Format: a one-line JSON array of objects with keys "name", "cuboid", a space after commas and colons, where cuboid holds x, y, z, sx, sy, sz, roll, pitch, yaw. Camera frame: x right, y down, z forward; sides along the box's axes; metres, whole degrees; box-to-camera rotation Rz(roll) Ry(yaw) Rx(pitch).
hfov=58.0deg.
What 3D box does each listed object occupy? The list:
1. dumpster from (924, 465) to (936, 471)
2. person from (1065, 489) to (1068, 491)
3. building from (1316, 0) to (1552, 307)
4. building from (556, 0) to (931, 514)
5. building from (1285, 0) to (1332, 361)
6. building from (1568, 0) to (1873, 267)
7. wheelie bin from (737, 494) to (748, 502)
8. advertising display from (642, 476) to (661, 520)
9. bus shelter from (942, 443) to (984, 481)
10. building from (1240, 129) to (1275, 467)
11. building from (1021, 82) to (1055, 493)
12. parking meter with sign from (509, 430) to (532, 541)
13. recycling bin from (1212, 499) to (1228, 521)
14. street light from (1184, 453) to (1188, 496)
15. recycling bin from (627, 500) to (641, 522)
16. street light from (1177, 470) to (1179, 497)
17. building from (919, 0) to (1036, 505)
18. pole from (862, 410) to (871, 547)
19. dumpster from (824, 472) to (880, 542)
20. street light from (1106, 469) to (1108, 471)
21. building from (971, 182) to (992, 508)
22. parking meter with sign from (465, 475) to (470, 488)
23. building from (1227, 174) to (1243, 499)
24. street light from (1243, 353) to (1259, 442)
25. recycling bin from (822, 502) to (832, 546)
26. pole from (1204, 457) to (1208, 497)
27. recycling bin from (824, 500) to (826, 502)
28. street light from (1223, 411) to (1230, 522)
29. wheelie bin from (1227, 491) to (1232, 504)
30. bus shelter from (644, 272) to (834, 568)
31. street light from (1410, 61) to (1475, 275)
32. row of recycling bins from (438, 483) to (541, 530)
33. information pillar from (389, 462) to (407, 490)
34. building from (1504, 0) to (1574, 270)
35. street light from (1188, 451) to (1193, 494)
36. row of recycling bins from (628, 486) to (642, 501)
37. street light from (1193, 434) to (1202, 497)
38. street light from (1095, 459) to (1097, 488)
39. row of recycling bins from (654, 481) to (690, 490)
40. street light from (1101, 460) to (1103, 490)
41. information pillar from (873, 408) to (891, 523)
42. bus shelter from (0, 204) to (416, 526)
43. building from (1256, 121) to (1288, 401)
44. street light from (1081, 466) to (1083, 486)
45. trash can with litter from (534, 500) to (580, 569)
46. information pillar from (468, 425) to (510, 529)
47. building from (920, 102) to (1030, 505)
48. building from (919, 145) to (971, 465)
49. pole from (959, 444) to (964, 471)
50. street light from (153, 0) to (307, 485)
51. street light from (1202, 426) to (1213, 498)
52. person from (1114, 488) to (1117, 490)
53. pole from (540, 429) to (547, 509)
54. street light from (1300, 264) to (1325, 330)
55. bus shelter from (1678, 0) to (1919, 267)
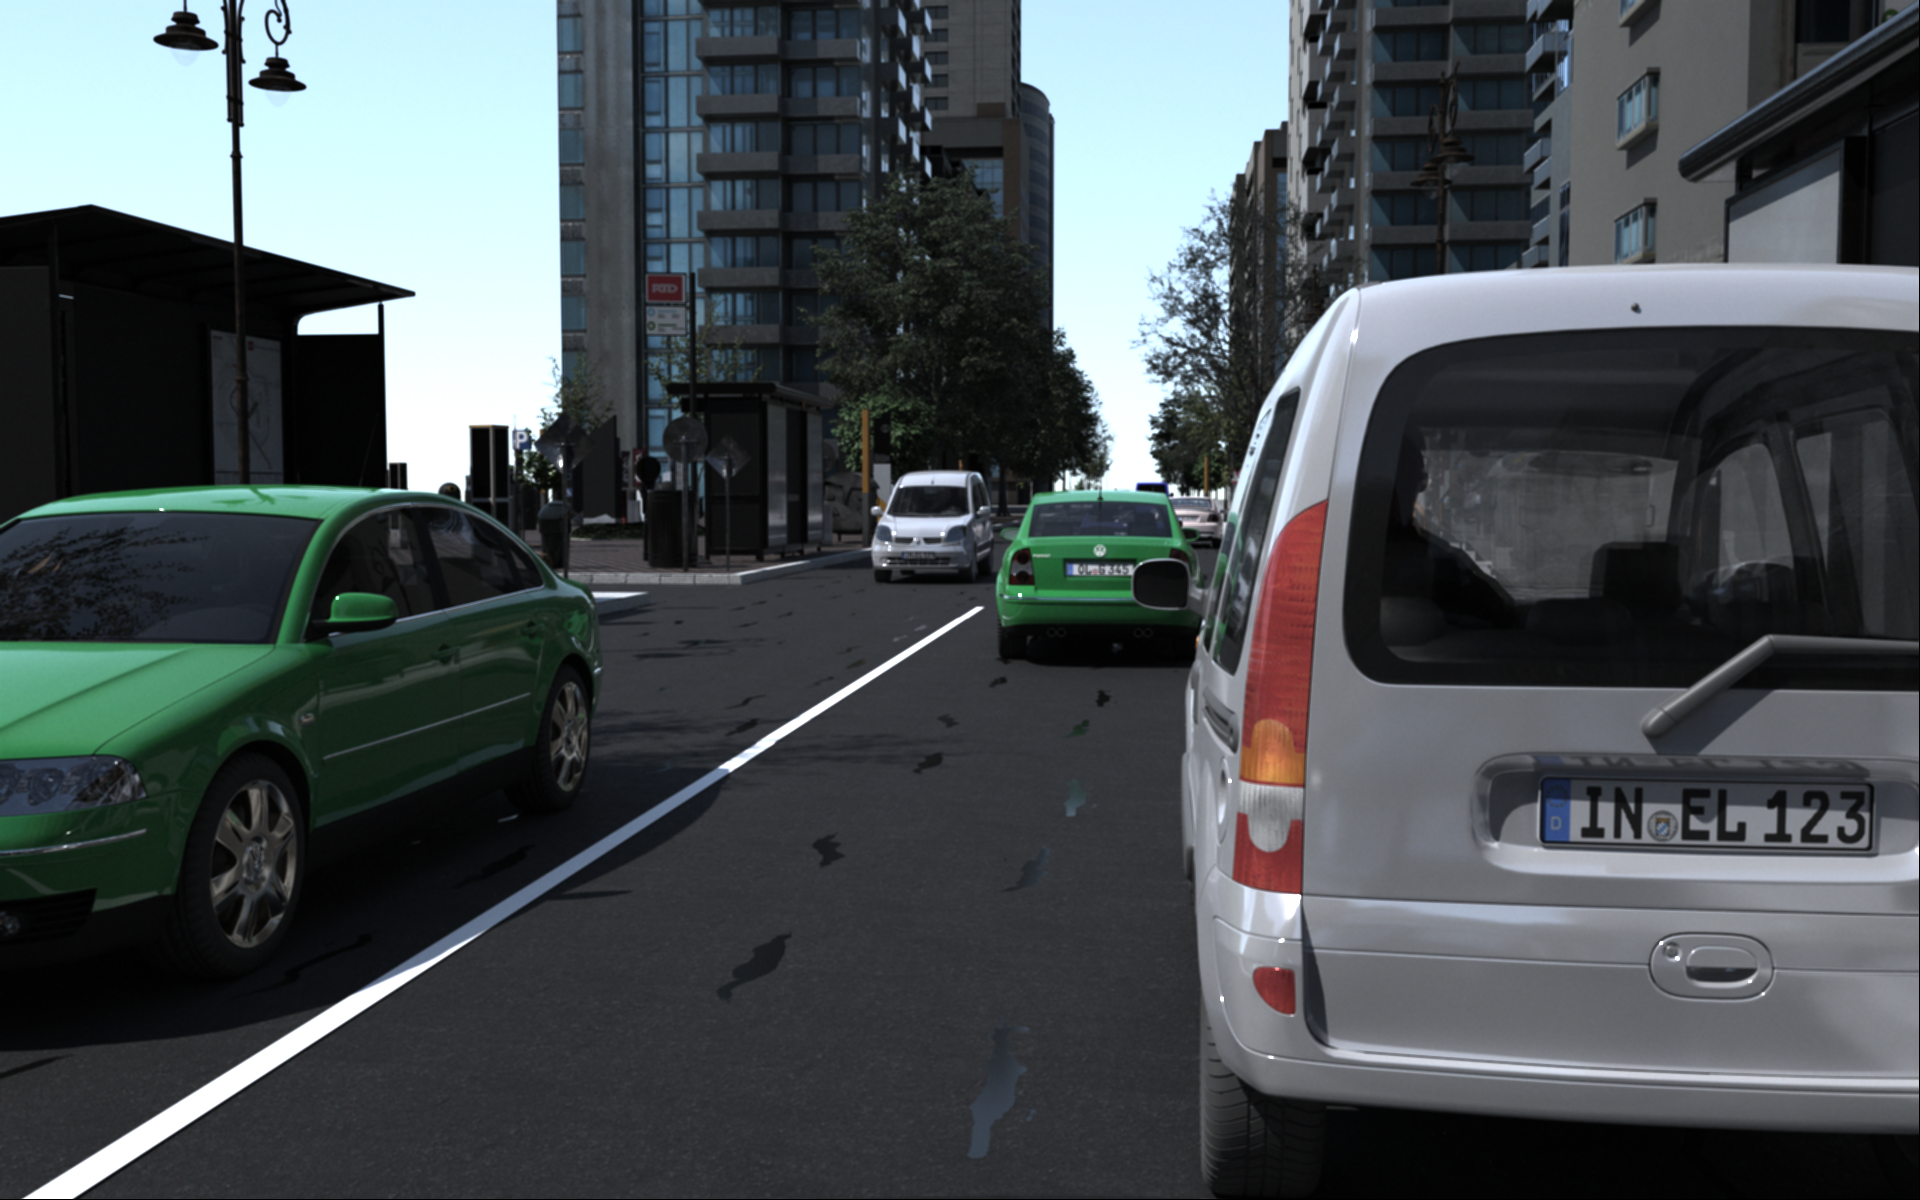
[{"name": "dumpster", "cuboid": [-1.317, -3.355, 57.342, 1.502, 2.255, 1.985, 0, 4, 6]}, {"name": "person", "cuboid": [6.674, -6.003, 107.439, 1.217, 1.735, 0.721, -2, 4, -29]}, {"name": "building", "cuboid": [37.648, -30.886, 124.599, 23.786, 49.044, 30.456, 0, 4, 7]}, {"name": "building", "cuboid": [-14.070, -30.655, 120.814, 23.786, 49.044, 30.456, 0, 4, 7]}, {"name": "building", "cuboid": [43.434, -34.493, 153.203, 28.713, 52.752, 27.495, 0, 4, 7]}, {"name": "building", "cuboid": [27.235, -25.629, 42.733, 21.600, 48.544, 21.300, 0, 4, 7]}, {"name": "wheelie bin", "cuboid": [-13.216, -5.983, 105.731, 0.693, 1.594, 0.980, -3, 5, -42]}, {"name": "advertising display", "cuboid": [-10.697, -3.361, 60.166, 0.123, 1.923, 0.974, 2, 4, 25]}, {"name": "bus shelter", "cuboid": [0.246, -5.195, 76.223, 1.731, 3.624, 6.357, 0, 4, 7]}, {"name": "building", "cuboid": [48.264, -36.800, 225.387, 21.300, 48.544, 21.600, 0, 4, 7]}, {"name": "building", "cuboid": [1.963, -43.012, 245.245, 21.231, 58.520, 28.212, 0, 4, 7]}, {"name": "parking meter with sign", "cuboid": [-12.070, -3.050, 46.134, 0.543, 3.016, 1.738, 1, 4, 15]}, {"name": "recycling bin", "cuboid": [12.251, -4.215, 81.477, 0.722, 1.027, 0.722, 2, 4, 32]}, {"name": "street light", "cuboid": [23.580, -12.561, 178.153, 0.468, 5.910, 1.993, 0, 4, 7]}, {"name": "recycling bin", "cuboid": [-12.946, -3.398, 68.115, 0.722, 1.027, 0.722, -1, 4, -13]}, {"name": "street light", "cuboid": [30.378, -16.210, 237.828, 0.468, 5.910, 1.993, 0, 4, 7]}, {"name": "building", "cuboid": [-0.617, -47.843, 220.491, 20.563, 71.187, 20.611, 0, 4, 7]}, {"name": "pole", "cuboid": [-2.266, -2.940, 41.906, 0.158, 3.312, 0.155, 0, 3, 0]}, {"name": "dumpster", "cuboid": [-2.876, -2.445, 45.735, 1.264, 1.857, 1.865, 0, 4, 6]}, {"name": "street light", "cuboid": [21.690, -17.277, 255.270, 0.468, 5.910, 1.993, 0, 4, 7]}, {"name": "building", "cuboid": [-4.745, -23.625, 157.963, 14.160, 30.474, 14.107, 0, 4, 7]}, {"name": "parking meter with sign", "cuboid": [-19.599, -4.515, 70.075, 1.738, 3.016, 0.543, 1, 4, 18]}, {"name": "building", "cuboid": [49.551, -38.139, 247.270, 21.300, 48.544, 21.600, 0, 4, 7]}, {"name": "street light", "cuboid": [9.562, -5.153, 57.038, 0.468, 5.910, 1.993, 0, 4, 7]}, {"name": "recycling bin", "cuboid": [-3.637, -1.843, 42.694, 0.722, 1.027, 0.722, 3, 4, 37]}, {"name": "pole", "cuboid": [13.417, -6.147, 94.343, 0.158, 3.312, 0.155, 0, 3, 0]}, {"name": "recycling bin", "cuboid": [-5.862, -3.719, 73.359, 0.722, 1.027, 0.722, 0, 4, -6]}, {"name": "street light", "cuboid": [12.152, -6.504, 79.134, 0.468, 5.910, 1.993, 0, 4, 7]}, {"name": "wheelie bin", "cuboid": [15.917, -5.689, 100.928, 0.693, 1.594, 0.980, 0, 4, 3]}, {"name": "bus shelter", "cuboid": [-4.337, -3.448, 34.014, 2.179, 5.291, 8.768, 0, 4, 6]}, {"name": "street light", "cuboid": [5.274, -2.832, 19.091, 0.468, 5.910, 1.993, 0, 4, 7]}, {"name": "row of recycling bins", "cuboid": [-16.956, -3.365, 62.123, 3.534, 1.692, 1.069, 0, 4, 1]}, {"name": "information pillar", "cuboid": [-13.081, -2.194, 40.356, 0.304, 2.012, 0.304, 1, 4, 18]}, {"name": "building", "cuboid": [35.559, -46.958, 80.439, 22.319, 86.520, 31.000, 0, 4, 7]}, {"name": "street light", "cuboid": [21.008, -11.175, 155.497, 0.468, 5.910, 1.993, 0, 4, 7]}, {"name": "row of recycling bins", "cuboid": [-13.998, -4.257, 76.712, 1.069, 1.692, 3.534, 0, 4, 2]}, {"name": "street light", "cuboid": [18.282, -9.761, 132.386, 0.468, 5.910, 1.993, 0, 4, 7]}, {"name": "street light", "cuboid": [16.488, -14.568, 210.975, 0.468, 5.910, 1.993, 0, 4, 7]}, {"name": "row of recycling bins", "cuboid": [-9.509, -3.055, 57.057, 1.069, 1.692, 3.534, 0, 4, -3]}, {"name": "street light", "cuboid": [19.054, -15.920, 233.074, 0.468, 5.910, 1.993, 0, 4, 7]}, {"name": "information pillar", "cuboid": [-2.110, -3.424, 47.330, 0.504, 3.616, 0.183, 0, 4, -1]}, {"name": "bus shelter", "cuboid": [-7.532, -1.589, 17.267, 1.731, 3.624, 6.357, 0, 4, 7]}, {"name": "building", "cuboid": [42.952, -34.123, 208.029, 14.600, 45.320, 14.200, 0, 4, 7]}, {"name": "street light", "cuboid": [12.157, -12.209, 172.404, 0.468, 5.910, 1.993, 0, 4, 7]}, {"name": "trash can with litter", "cuboid": [-6.999, -1.122, 29.724, 0.624, 1.170, 1.055, 1, 4, 11]}, {"name": "information pillar", "cuboid": [-5.022, -0.858, 18.528, 0.304, 2.012, 0.304, 1, 4, 20]}, {"name": "building", "cuboid": [0.683, -33.802, 202.774, 14.600, 45.320, 14.200, 0, 4, 7]}, {"name": "building", "cuboid": [-7.088, -22.767, 143.946, 14.160, 30.474, 14.107, 0, 4, 7]}, {"name": "pole", "cuboid": [0.072, -4.697, 70.637, 0.158, 3.312, 0.155, 0, 3, 0]}, {"name": "street light", "cuboid": [-5.975, -2.543, 14.371, 0.468, 5.910, 1.993, 0, 4, 7]}, {"name": "street light", "cuboid": [15.684, -8.349, 109.299, 0.468, 5.910, 1.993, 0, 4, 7]}, {"name": "person", "cuboid": [10.397, -6.543, 115.607, 1.348, 1.807, 0.705, -1, 4, -13]}, {"name": "pole", "cuboid": [-13.004, -3.686, 54.102, 0.158, 3.312, 0.155, 0, 3, 0]}, {"name": "street light", "cuboid": [7.122, -3.800, 34.925, 0.468, 5.910, 1.993, 0, 4, 7]}, {"name": "bus shelter", "cuboid": [5.232, -1.906, 8.797, 2.179, 5.291, 8.768, 0, 4, 7]}]
